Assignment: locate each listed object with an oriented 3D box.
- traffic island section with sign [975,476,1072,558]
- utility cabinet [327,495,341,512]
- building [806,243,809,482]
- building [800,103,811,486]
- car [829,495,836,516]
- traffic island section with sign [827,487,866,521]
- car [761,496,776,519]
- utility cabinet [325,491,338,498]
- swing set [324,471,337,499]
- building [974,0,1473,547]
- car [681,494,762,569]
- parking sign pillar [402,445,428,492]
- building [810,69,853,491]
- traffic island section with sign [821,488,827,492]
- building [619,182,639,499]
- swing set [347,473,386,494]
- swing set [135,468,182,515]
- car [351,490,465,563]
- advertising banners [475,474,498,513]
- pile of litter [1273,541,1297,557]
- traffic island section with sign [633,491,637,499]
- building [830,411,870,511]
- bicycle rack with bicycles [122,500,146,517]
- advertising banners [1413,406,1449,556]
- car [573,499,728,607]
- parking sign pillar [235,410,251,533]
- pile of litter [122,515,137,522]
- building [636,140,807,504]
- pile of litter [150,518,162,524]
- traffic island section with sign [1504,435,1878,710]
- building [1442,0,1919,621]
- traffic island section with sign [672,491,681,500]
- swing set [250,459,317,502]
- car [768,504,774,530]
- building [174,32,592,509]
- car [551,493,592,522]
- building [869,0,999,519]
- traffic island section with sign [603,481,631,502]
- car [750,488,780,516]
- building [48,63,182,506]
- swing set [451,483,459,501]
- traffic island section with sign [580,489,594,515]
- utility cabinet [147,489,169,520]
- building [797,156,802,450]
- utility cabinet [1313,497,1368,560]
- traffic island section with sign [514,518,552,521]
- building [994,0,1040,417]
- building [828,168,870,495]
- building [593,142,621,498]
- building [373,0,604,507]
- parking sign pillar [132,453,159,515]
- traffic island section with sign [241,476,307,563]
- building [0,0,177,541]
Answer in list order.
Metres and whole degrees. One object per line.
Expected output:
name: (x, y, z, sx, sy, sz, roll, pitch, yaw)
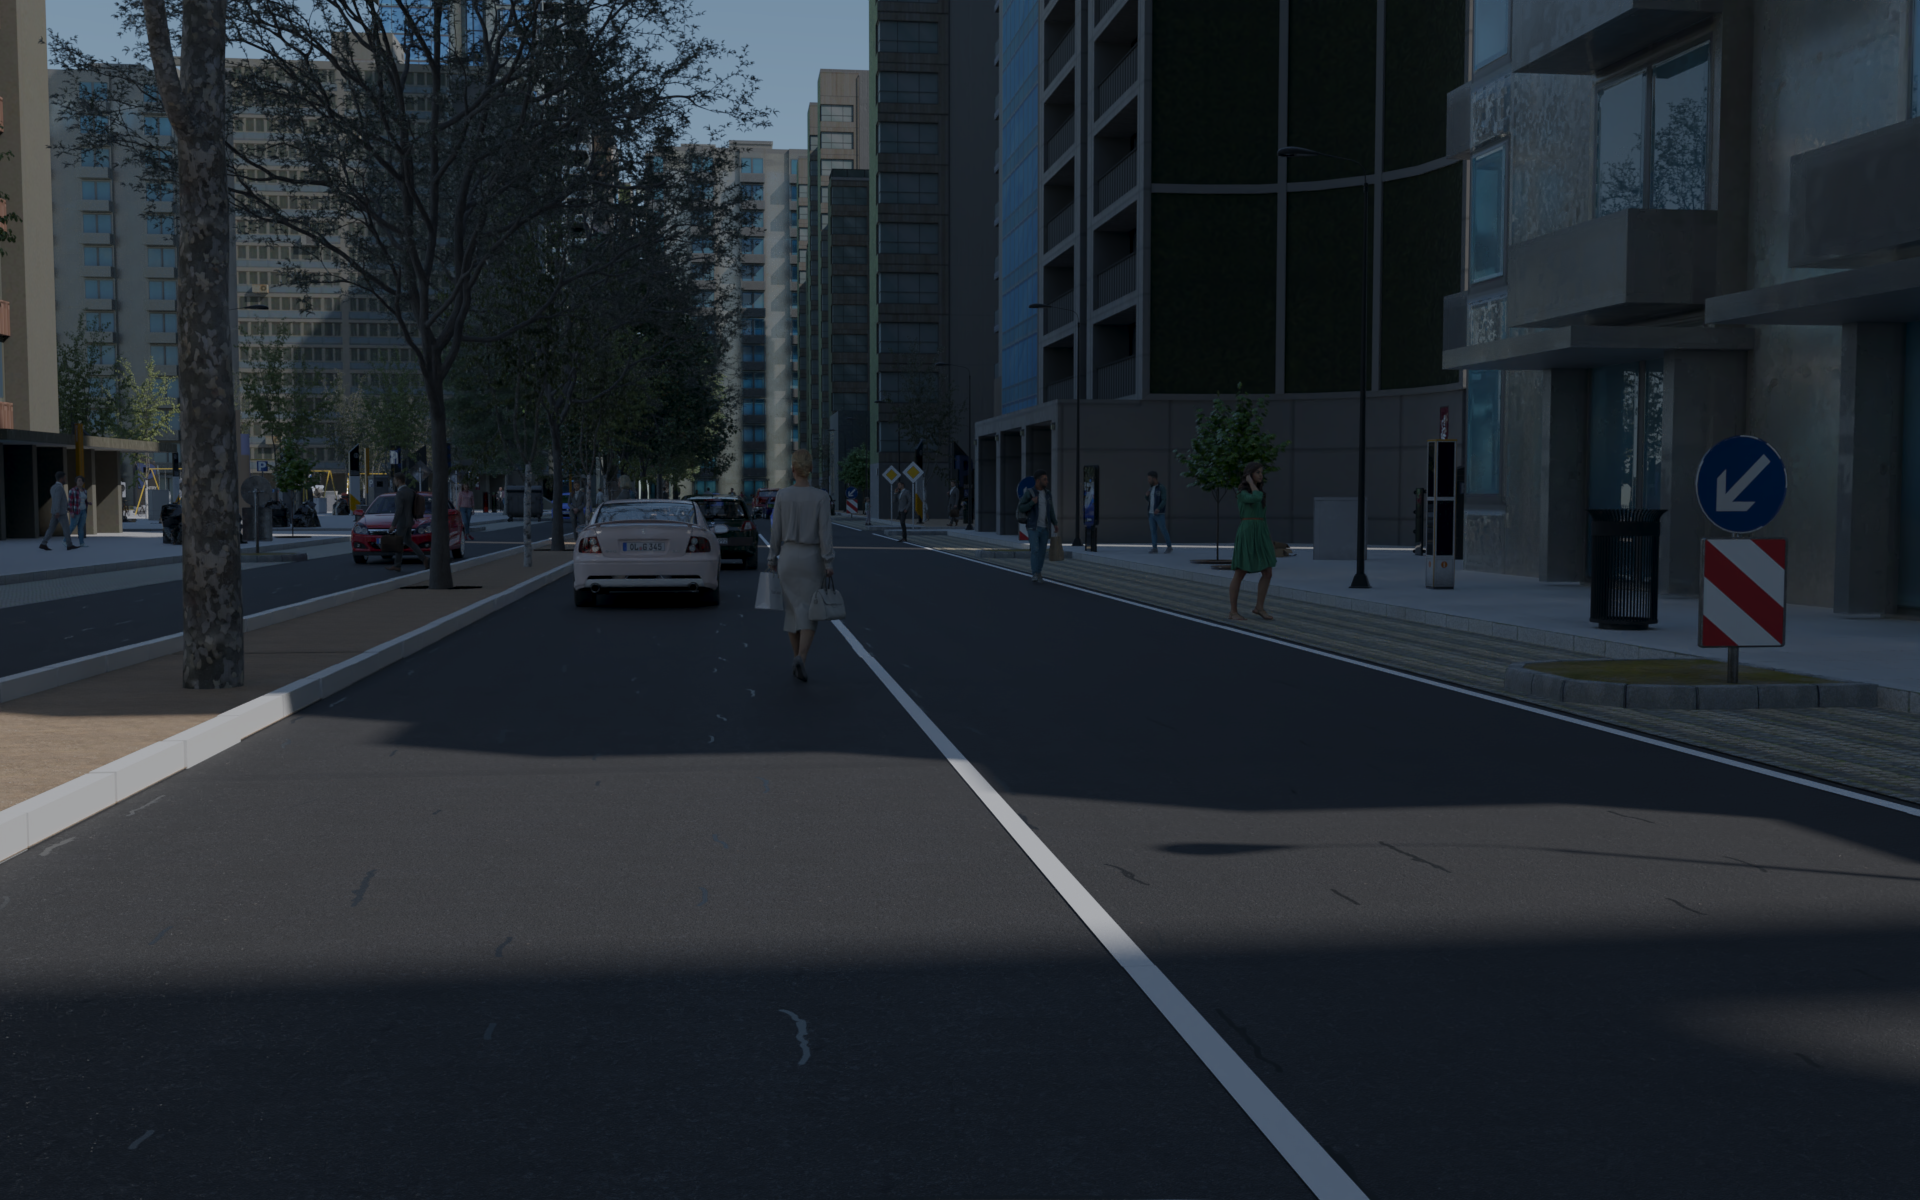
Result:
traffic island section with sign: (1.387, -1.872, 39.227, 1.989, 1.847, 2.006, 0, 4, -8)
utility cabinet: (-45.703, -7.054, 126.490, 1.020, 1.237, 0.306, 1, 4, 13)
building: (-10.734, -26.152, 199.293, 14.160, 30.474, 14.107, 0, 4, -8)
building: (-9.252, -30.665, 184.966, 14.154, 41.232, 14.086, 0, 4, -8)
car: (-9.302, -6.495, 115.974, 2.009, 1.686, 4.222, 0, 4, -7)
traffic island section with sign: (-6.009, -5.195, 93.572, 1.989, 1.847, 2.006, 0, 4, -8)
car: (-10.475, -5.344, 99.959, 1.945, 1.354, 3.894, -1, 4, -10)
utility cabinet: (-47.706, -7.492, 131.168, 1.173, 1.500, 0.318, 1, 4, 18)
swing set: (-43.670, -7.242, 116.022, 3.119, 2.851, 2.862, 0, 4, 5)
building: (12.005, -37.321, 48.450, 20.563, 71.187, 20.611, 0, 4, -8)
car: (-4.893, -1.492, 34.176, 2.009, 1.686, 4.222, -1, 4, -9)
parking sign pillar: (-29.897, -6.520, 95.079, 1.447, 3.967, 1.447, 0, 3, 0)
building: (-7.051, -29.815, 171.076, 14.154, 41.232, 14.086, 0, 4, -8)
traffic island section with sign: (-9.644, -6.829, 120.282, 1.989, 1.847, 2.006, 0, 4, -8)
building: (-49.831, -33.329, 228.530, 14.086, 41.232, 14.154, 0, 4, -8)
swing set: (-44.734, -8.176, 131.302, 3.119, 2.851, 2.862, -1, 4, -12)
swing set: (-47.999, -6.599, 105.514, 3.119, 2.851, 2.862, 1, 4, 15)
car: (-11.813, -1.723, 37.206, 2.155, 1.783, 4.494, 0, 4, -7)
advertising banners: (-32.436, -7.479, 118.461, 0.090, 3.025, 2.074, 2, 4, 33)
pile of litter: (6.297, -1.315, 35.470, 1.719, 0.858, 1.176, -2, 4, -34)
traffic island section with sign: (-36.514, -11.369, 194.512, 1.989, 1.847, 2.006, 0, 4, -8)
building: (2.315, -49.878, 128.175, 22.319, 86.520, 31.000, 0, 4, -8)
bicycle rack with bicycles: (-47.102, -5.209, 98.553, 2.852, 0.926, 2.925, 0, 4, -4)
advertising banners: (9.615, -2.396, 35.362, 0.090, 3.025, 2.074, 0, 4, -2)
car: (-4.193, -0.682, 23.520, 2.083, 1.381, 4.827, 0, 4, -8)
parking sign pillar: (-23.451, -4.134, 56.071, 1.447, 3.967, 1.447, -3, 5, -44)
pile of litter: (-38.125, -3.970, 78.878, 1.176, 0.858, 1.719, -2, 4, -24)
building: (-28.575, -37.776, 237.253, 30.456, 49.044, 23.786, 0, 4, -8)
pile of litter: (-34.354, -3.757, 75.385, 1.719, 0.858, 1.176, -1, 4, -23)
traffic island section with sign: (5.043, -0.230, 12.395, 1.989, 1.847, 2.006, 0, 4, -8)
building: (19.646, -24.268, 16.384, 23.786, 49.044, 30.456, 0, 4, -8)
traffic island section with sign: (-23.245, -8.181, 141.896, 2.006, 1.907, 1.989, 0, 4, -8)
swing set: (-30.676, -4.886, 77.501, 3.119, 2.851, 2.862, -2, 4, -25)
car: (-5.462, -2.963, 58.036, 1.945, 1.707, 3.694, -1, 4, -9)
building: (-49.103, -28.039, 150.313, 32.217, 40.220, 23.993, 0, 4, -8)
car: (-19.841, -4.829, 88.537, 1.945, 1.707, 3.694, 0, 4, -6)
building: (1.860, -25.185, 95.370, 14.154, 41.232, 14.086, 0, 4, -8)
traffic island section with sign: (-13.102, -3.627, 67.443, 2.006, 1.907, 1.989, 0, 4, -8)
car: (-11.735, -5.985, 106.533, 2.281, 1.827, 5.304, -1, 4, -8)
building: (-93.654, -35.249, 195.936, 30.456, 49.044, 23.786, 0, 4, -8)
swing set: (-39.530, -8.386, 134.725, 2.862, 2.851, 3.119, -1, 4, -19)
traffic island section with sign: (-26.275, -6.771, 119.326, 1.989, 1.847, 2.006, 0, 4, -8)
utility cabinet: (-38.814, -4.599, 83.866, 0.318, 1.500, 1.173, 1, 4, 13)
building: (-13.001, -32.371, 212.857, 14.154, 41.232, 14.086, 0, 4, -8)
utility cabinet: (7.408, -1.380, 33.722, 1.020, 1.237, 0.306, 1, 4, 14)
traffic island section with sign: (-22.540, -5.085, 91.769, 1.989, 1.847, 2.006, 0, 4, -8)
building: (9.520, -26.028, 75.671, 14.200, 45.320, 14.600, 0, 4, -8)
building: (-5.030, -23.572, 157.102, 14.160, 30.474, 14.107, 0, 4, -8)
building: (-48.314, -34.097, 207.594, 14.200, 45.320, 14.600, 0, 4, -8)
building: (-47.920, -52.849, 176.757, 22.319, 86.520, 31.000, 0, 4, -8)
parking sign pillar: (-54.785, -7.815, 116.252, 1.447, 3.967, 1.447, 3, 4, 37)
traffic island section with sign: (-15.053, -1.727, 36.865, 1.989, 1.847, 2.006, 0, 4, -8)
building: (-39.817, -23.933, 45.925, 28.867, 44.769, 22.147, 0, 4, -8)
